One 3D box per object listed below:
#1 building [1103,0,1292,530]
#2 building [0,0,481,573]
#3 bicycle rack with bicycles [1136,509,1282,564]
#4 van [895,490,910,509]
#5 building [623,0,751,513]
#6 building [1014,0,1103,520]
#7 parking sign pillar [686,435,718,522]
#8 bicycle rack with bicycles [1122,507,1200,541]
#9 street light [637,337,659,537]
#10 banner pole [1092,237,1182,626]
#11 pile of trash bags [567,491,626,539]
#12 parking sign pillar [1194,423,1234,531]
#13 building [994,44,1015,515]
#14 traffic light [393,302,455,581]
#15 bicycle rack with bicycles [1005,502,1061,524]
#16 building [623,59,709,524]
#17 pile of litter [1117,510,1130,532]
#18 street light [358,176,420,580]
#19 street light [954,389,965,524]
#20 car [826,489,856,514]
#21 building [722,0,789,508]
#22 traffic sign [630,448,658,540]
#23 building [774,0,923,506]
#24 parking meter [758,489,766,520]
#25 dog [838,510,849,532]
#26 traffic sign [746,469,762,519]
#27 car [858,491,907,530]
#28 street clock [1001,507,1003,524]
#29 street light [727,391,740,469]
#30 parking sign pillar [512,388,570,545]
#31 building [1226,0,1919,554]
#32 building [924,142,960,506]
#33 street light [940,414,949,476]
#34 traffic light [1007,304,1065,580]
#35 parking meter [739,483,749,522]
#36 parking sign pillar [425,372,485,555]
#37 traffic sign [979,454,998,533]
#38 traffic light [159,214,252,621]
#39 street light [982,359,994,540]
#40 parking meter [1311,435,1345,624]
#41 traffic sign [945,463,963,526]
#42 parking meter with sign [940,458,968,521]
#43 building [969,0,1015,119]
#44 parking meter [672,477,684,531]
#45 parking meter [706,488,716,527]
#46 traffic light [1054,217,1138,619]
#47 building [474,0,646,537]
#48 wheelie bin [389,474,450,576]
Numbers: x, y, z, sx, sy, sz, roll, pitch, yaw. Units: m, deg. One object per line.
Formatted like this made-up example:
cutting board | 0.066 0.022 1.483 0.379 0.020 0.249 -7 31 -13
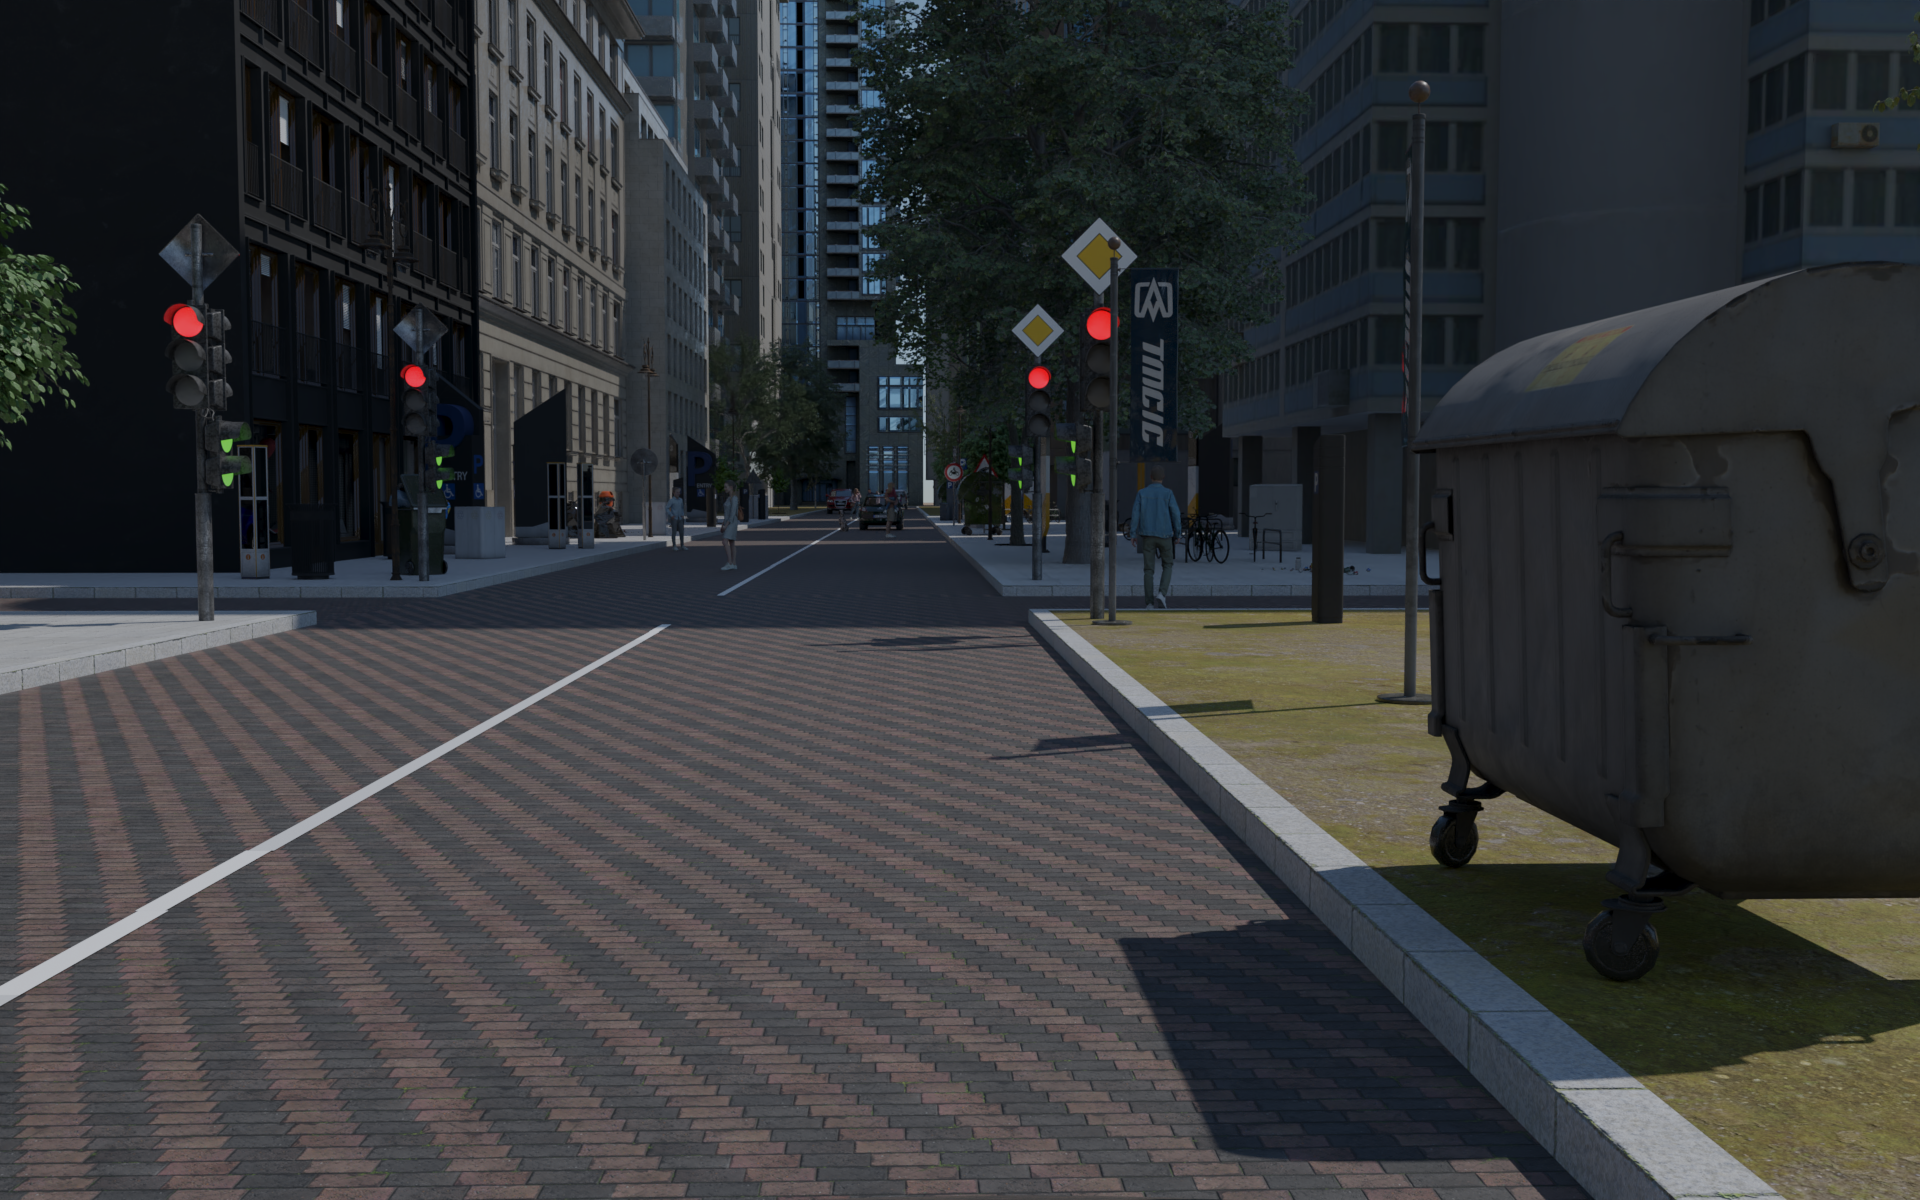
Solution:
building | 12.408 -18.169 68.763 14.160 30.474 14.107 0 4 -2
building | -17.987 -12.567 35.144 12.332 23.373 15.834 0 4 -2
bicycle rack with bicycles | 4.967 -1.201 33.014 2.852 0.926 2.925 0 4 1
van | -5.837 -9.722 165.969 2.013 2.044 4.112 0 4 -1
building | -26.617 -30.269 114.513 23.786 49.044 30.456 0 4 -2
building | 10.191 -26.927 90.361 14.600 45.320 14.200 0 4 -2
parking sign pillar | -11.794 -5.537 79.010 1.447 3.967 1.447 0 4 1
bicycle rack with bicycles | 5.833 -2.121 48.064 2.925 0.926 2.852 -1 4 -22
street light | -9.190 -4.799 51.245 0.468 5.910 1.993 0 4 -2
banner pole | 1.731 -1.647 16.944 0.863 3.779 0.401 0 4 2
pile of trash bags | -10.801 -2.539 51.260 1.912 1.369 3.447 0 4 1
parking sign pillar | 9.001 -4.455 61.305 1.447 3.967 1.447 2 4 29
building | 8.947 -20.984 114.793 14.160 30.474 14.107 0 4 -2
traffic light | -7.876 -2.231 25.394 0.839 4.253 0.868 0 4 -2
bicycle rack with bicycles | 3.341 -3.862 76.530 2.925 0.926 2.852 -3 4 -38
building | -18.173 -13.941 82.689 10.420 20.320 16.860 0 4 -2
pile of litter | 5.510 -2.787 59.538 1.176 0.858 1.719 2 4 24
street light | -8.399 -3.231 25.621 0.468 5.910 1.993 0 4 -2
street light | -0.016 -6.221 74.501 0.468 5.910 1.993 0 4 -2
car | -8.593 -7.161 125.753 2.281 1.827 5.304 0 4 -2
building | -30.181 -34.763 157.612 27.495 52.752 28.713 0 4 -2
traffic sign | -8.756 -2.930 48.011 0.768 2.556 0.104 0 4 1
building | -19.825 -54.070 196.709 31.000 86.520 22.319 0 4 -2
parking meter | -9.951 -4.802 86.928 0.372 1.533 0.369 0 3 0
dog | -4.531 -3.040 66.539 0.513 0.831 0.800 1 4 11
traffic sign | -10.669 -5.465 89.356 0.884 2.594 0.081 0 4 6
car | -3.161 -3.688 70.087 2.009 1.686 4.222 0 4 -1
street clock | 1.728 -4.214 73.462 0.358 2.002 0.471 0 4 -7
street light | -10.021 -6.351 76.622 0.468 5.910 1.993 0 4 -2
parking sign pillar | -10.660 -3.393 43.942 1.447 3.967 1.447 -1 4 -20
building | 19.834 -21.408 41.898 23.993 40.220 32.217 0 4 -2
building | 3.084 -31.249 194.522 14.086 41.232 14.154 0 4 -2
street light | -0.906 -7.810 100.477 0.468 5.910 1.993 0 4 -2
traffic light | 1.129 -2.250 25.708 0.839 4.253 0.868 0 4 -2
parking meter | -9.784 -4.460 78.630 0.399 1.863 0.255 -2 4 -33
parking sign pillar | -10.903 -2.987 37.312 1.447 3.967 1.447 1 4 23
traffic sign | 0.795 -3.461 56.586 0.884 2.594 0.081 0 4 -1
traffic light | -7.611 -1.743 17.413 0.839 4.253 0.868 0 4 -2
street light | 0.842 -4.612 48.202 0.468 5.910 1.993 0 4 -2
parking meter | 3.675 -0.708 17.292 0.255 1.863 0.399 0 4 1
traffic sign | -0.247 -4.311 70.594 0.768 2.556 0.104 0 4 -1
parking meter with sign | -0.333 -5.356 83.836 0.543 3.016 1.738 2 4 34
building | 7.524 -28.083 142.753 14.154 41.232 14.086 0 4 -2
parking meter | -9.714 -3.299 59.642 0.399 1.863 0.255 -1 4 -9
parking meter | -9.681 -3.609 67.419 0.372 1.533 0.369 0 3 0
traffic light | 1.394 -1.762 17.727 0.839 4.253 0.868 0 4 -2
building | -20.850 -13.778 58.550 16.112 22.955 30.059 0 4 -2
wheelie bin | -8.618 -1.200 27.531 0.693 1.594 0.980 3 5 42
